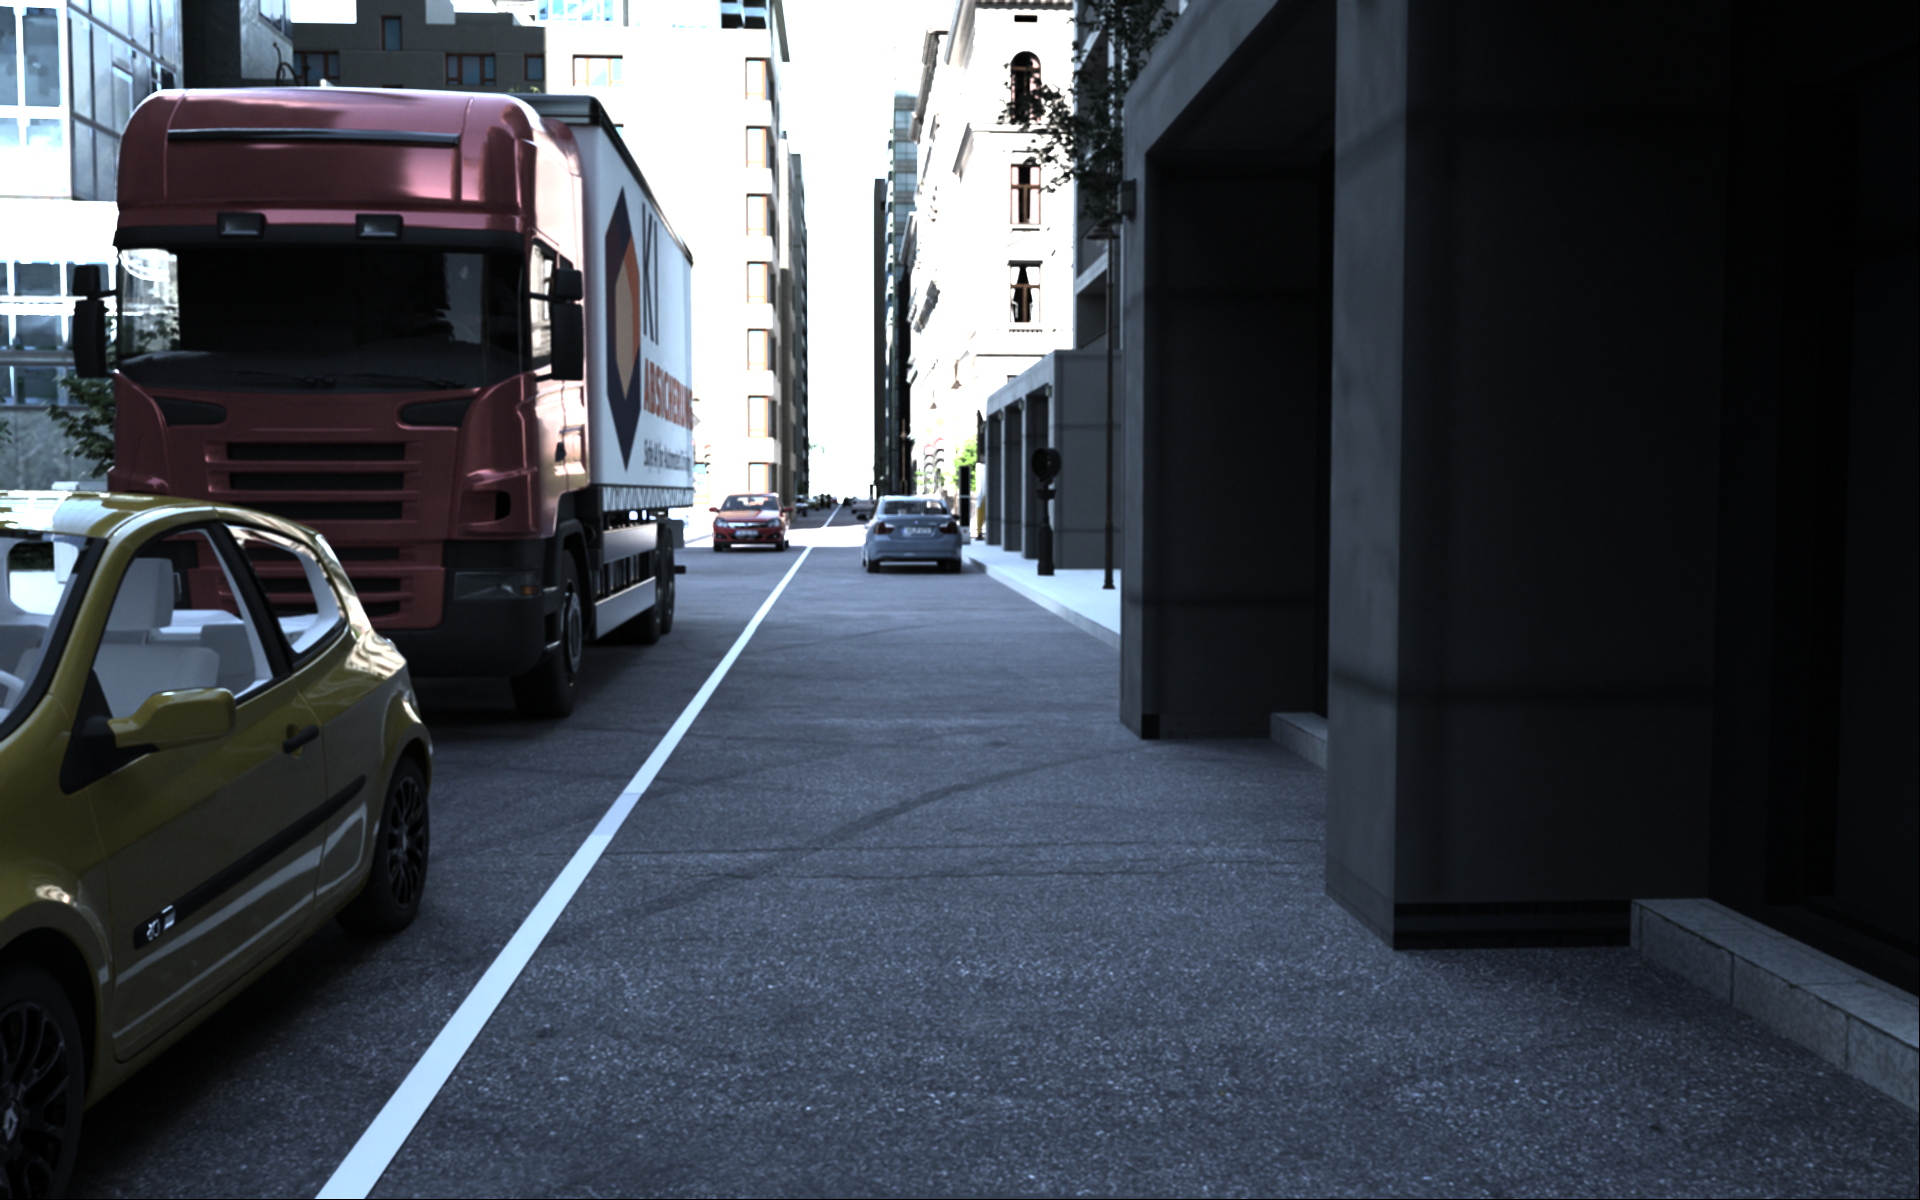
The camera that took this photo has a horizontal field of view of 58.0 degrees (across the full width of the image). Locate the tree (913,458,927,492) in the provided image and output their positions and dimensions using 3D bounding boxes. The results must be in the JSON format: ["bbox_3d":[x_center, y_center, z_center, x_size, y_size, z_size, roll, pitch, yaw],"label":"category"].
[{"bbox_3d":[-1.349,-5.084,77.720,1.663,3.219,1.824,0,3,0],"label":"tree"}]

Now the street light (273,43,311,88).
[{"bbox_3d":[-6.880,-2.788,18.378,0.468,5.910,1.993,0,4,-4],"label":"street light"}]

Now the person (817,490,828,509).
[{"bbox_3d":[-13.010,-9.475,163.433,1.348,1.823,0.705,2,4,26],"label":"person"}]

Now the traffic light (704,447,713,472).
[{"bbox_3d":[-9.454,-4.683,65.489,0.839,4.253,0.868,0,4,-4],"label":"traffic light"}]

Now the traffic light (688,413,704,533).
[{"bbox_3d":[-8.940,-4.196,57.520,0.839,4.253,0.868,0,4,-4],"label":"traffic light"}]

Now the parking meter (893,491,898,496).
[{"bbox_3d":[-4.909,-7.510,131.191,0.372,1.533,0.369,0,3,0],"label":"parking meter"}]

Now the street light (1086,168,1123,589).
[{"bbox_3d":[2.012,-3.086,23.241,0.468,5.910,1.993,0,4,-4],"label":"street light"}]

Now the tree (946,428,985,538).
[{"bbox_3d":[0.531,-3.438,50.809,1.663,3.219,1.824,0,3,0],"label":"tree"}]

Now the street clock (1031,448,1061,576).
[{"bbox_3d":[1.353,-1.387,27.250,0.358,2.002,0.471,-3,4,-37],"label":"street clock"}]

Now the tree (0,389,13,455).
[{"bbox_3d":[-20.039,-3.015,33.011,4.285,4.588,4.351,0,3,0],"label":"tree"}]

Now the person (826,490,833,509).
[{"bbox_3d":[-12.726,-9.770,168.332,0.705,1.812,1.348,-2,4,-33],"label":"person"}]

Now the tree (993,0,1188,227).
[{"bbox_3d":[3.823,-4.925,14.933,7.601,10.594,8.767,0,3,0],"label":"tree"}]

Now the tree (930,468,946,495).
[{"bbox_3d":[0.177,-3.683,54.825,1.663,3.219,1.824,0,3,0],"label":"tree"}]

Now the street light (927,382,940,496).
[{"bbox_3d":[-1.103,-6.047,71.654,0.468,5.910,1.993,0,4,-4],"label":"street light"}]

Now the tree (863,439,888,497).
[{"bbox_3d":[-10.500,-16.898,226.637,4.360,8.622,3.978,0,3,0],"label":"tree"}]

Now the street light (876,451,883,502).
[{"bbox_3d":[-8.317,-12.819,182.377,0.468,5.910,1.993,0,4,-4],"label":"street light"}]

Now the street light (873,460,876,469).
[{"bbox_3d":[-10.462,-14.926,216.833,0.468,5.910,1.993,0,4,-4],"label":"street light"}]

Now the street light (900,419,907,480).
[{"bbox_3d":[-3.449,-8.159,106.179,0.468,5.910,1.993,0,4,-4],"label":"street light"}]

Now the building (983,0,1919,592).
[{"bbox_3d":[11.479,-36.342,32.447,20.563,71.187,20.611,0,4,-4],"label":"building"}]

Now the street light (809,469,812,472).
[{"bbox_3d":[-22.525,-17.582,260.248,0.468,5.910,1.993,0,4,-4],"label":"street light"}]

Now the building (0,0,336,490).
[{"bbox_3d":[-32.021,-44.827,45.596,31.000,86.520,22.319,0,4,-4],"label":"building"}]

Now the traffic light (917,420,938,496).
[{"bbox_3d":[-1.211,-4.716,66.034,0.839,4.253,0.868,0,4,-4],"label":"traffic light"}]

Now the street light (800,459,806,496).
[{"bbox_3d":[-20.273,-15.483,225.938,0.468,5.910,1.993,0,4,-4],"label":"street light"}]

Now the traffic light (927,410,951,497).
[{"bbox_3d":[-0.696,-4.229,58.066,0.839,4.253,0.868,0,4,-4],"label":"traffic light"}]

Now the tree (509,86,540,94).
[{"bbox_3d":[-8.321,-4.917,30.764,4.737,8.622,4.395,0,3,0],"label":"tree"}]

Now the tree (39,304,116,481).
[{"bbox_3d":[-7.175,-1.262,15.230,1.663,3.219,1.824,0,3,0],"label":"tree"}]

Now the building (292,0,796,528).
[{"bbox_3d":[-21.782,-14.268,78.320,27.650,21.520,28.899,0,4,-4],"label":"building"}]

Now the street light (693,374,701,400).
[{"bbox_3d":[-9.956,-5.697,65.940,0.468,5.910,1.993,0,4,-4],"label":"street light"}]

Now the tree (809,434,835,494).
[{"bbox_3d":[-25.286,-22.899,300.150,9.928,11.665,9.643,0,3,0],"label":"tree"}]

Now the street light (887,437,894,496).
[{"bbox_3d":[-6.016,-10.695,147.652,0.468,5.910,1.993,0,4,-4],"label":"street light"}]

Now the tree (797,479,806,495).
[{"bbox_3d":[-19.843,-13.541,215.997,1.663,3.219,1.824,0,3,0],"label":"tree"}]

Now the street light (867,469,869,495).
[{"bbox_3d":[-13.676,-17.920,265.784,0.468,5.910,1.993,0,4,-4],"label":"street light"}]

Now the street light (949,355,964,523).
[{"bbox_3d":[-0.133,-5.196,57.737,0.468,5.910,1.993,0,4,-4],"label":"street light"}]
